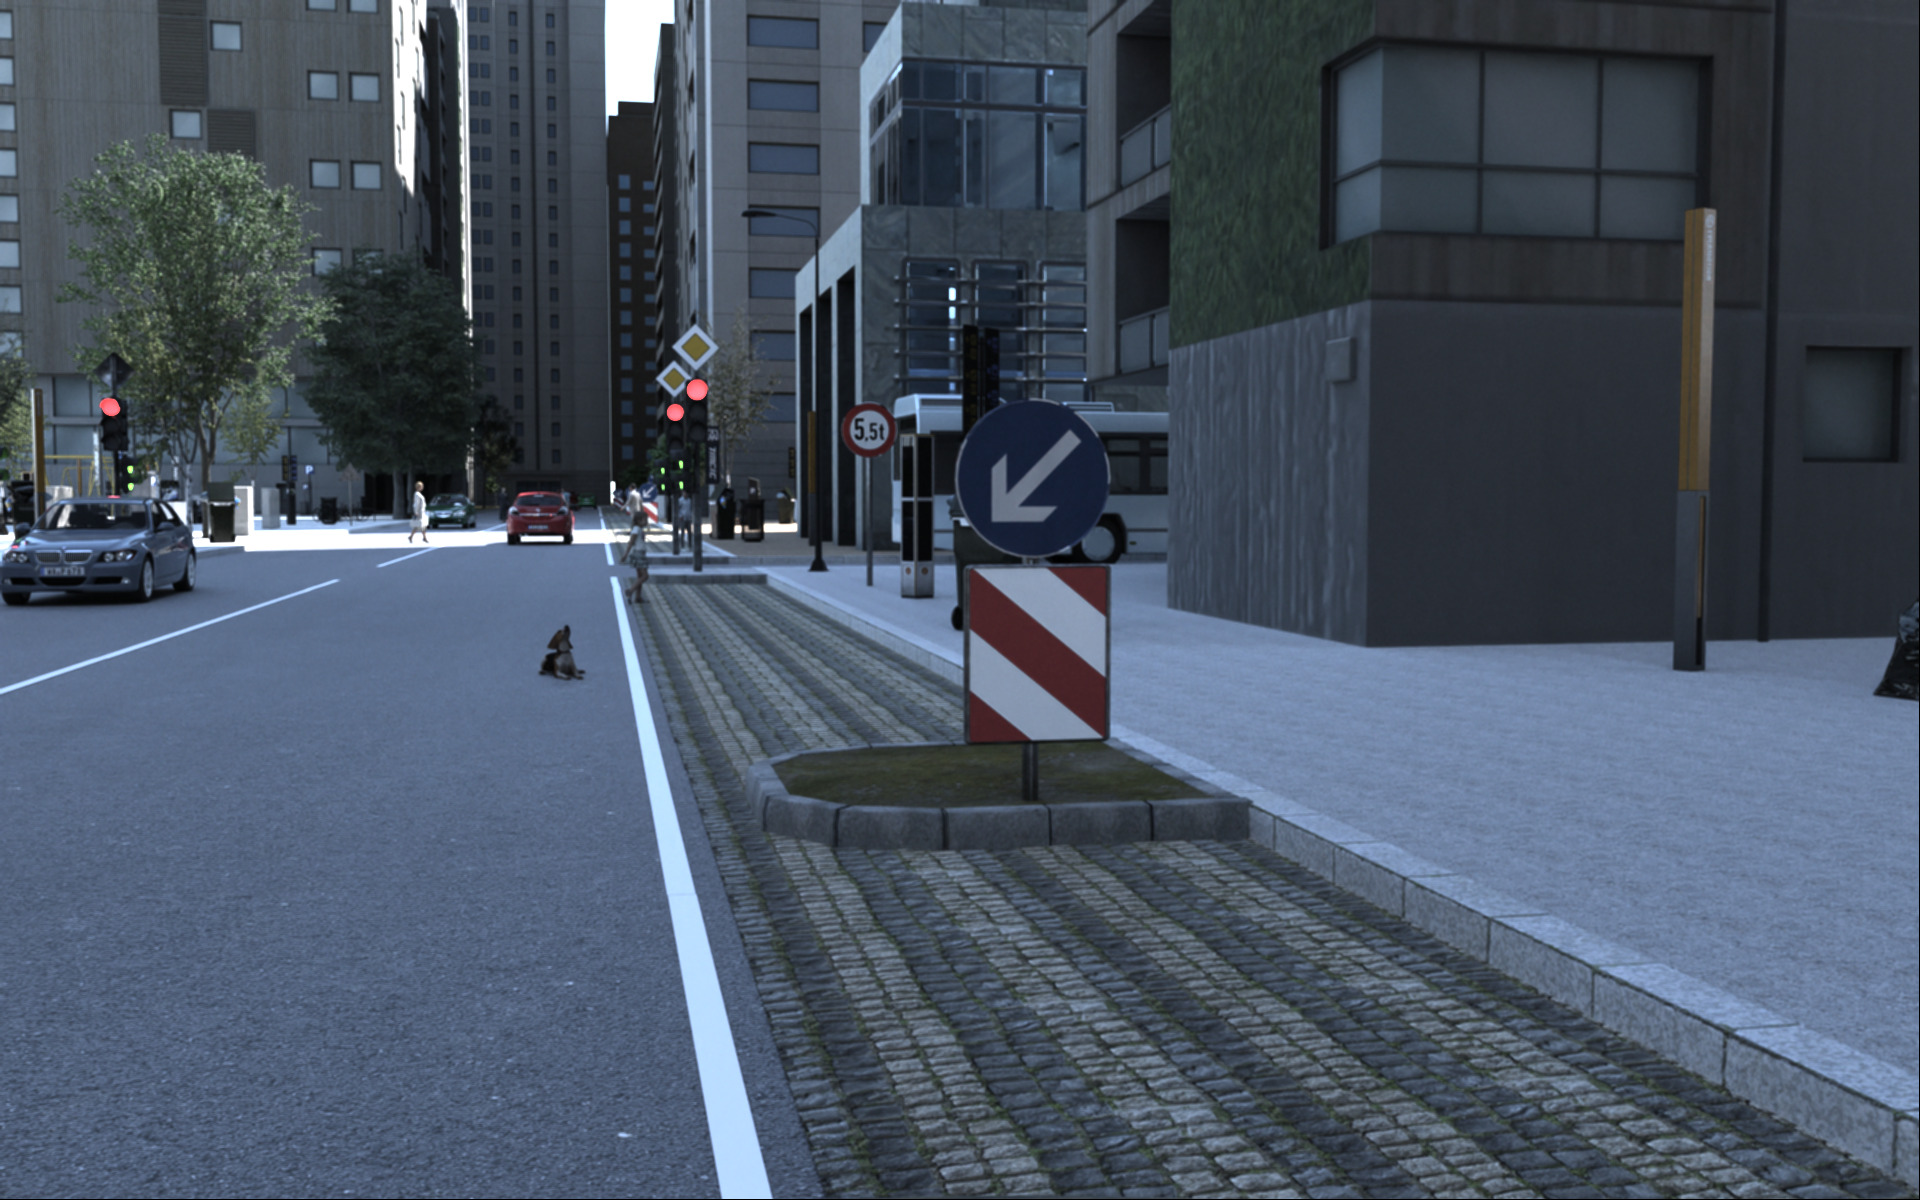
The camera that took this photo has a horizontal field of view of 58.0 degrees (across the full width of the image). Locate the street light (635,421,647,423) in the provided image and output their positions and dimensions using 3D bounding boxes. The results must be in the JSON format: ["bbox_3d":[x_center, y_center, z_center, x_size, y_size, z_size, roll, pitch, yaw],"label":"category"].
[{"bbox_3d":[-19.925,-8.405,109.964,1.470,5.913,1.316,-1,4,-12],"label":"street light"}]

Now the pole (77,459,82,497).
[{"bbox_3d":[-50.977,-6.510,100.288,0.158,3.312,0.155,0,3,0],"label":"pole"}]

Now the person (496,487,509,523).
[{"bbox_3d":[-22.729,-4.721,86.116,0.576,1.772,0.534,-3,4,-38],"label":"person"}]

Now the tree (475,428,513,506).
[{"bbox_3d":[-47.705,-13.907,177.737,4.737,8.622,4.395,0,3,0],"label":"tree"}]

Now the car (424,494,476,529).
[{"bbox_3d":[-21.364,-3.715,72.539,2.131,1.459,4.920,-1,4,-10],"label":"car"}]

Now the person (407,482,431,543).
[{"bbox_3d":[-15.773,-2.543,50.432,0.624,1.780,0.694,0,4,-1],"label":"person"}]

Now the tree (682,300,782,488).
[{"bbox_3d":[-8.919,-7.103,66.494,4.360,8.622,3.978,0,3,0],"label":"tree"}]

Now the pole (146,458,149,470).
[{"bbox_3d":[-43.905,-6.109,93.725,0.158,3.312,0.155,0,3,0],"label":"pole"}]

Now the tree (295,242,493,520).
[{"bbox_3d":[-28.189,-10.991,86.350,9.857,13.997,8.962,0,3,0],"label":"tree"}]

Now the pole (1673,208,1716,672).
[{"bbox_3d":[5.306,-1.141,12.506,0.158,3.312,0.155,0,3,0],"label":"pole"}]

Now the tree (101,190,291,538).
[{"bbox_3d":[-18.955,-5.628,42.380,4.737,8.622,4.395,0,3,0],"label":"tree"}]

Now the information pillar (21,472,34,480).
[{"bbox_3d":[-31.097,-3.262,57.825,0.304,2.012,0.304,-1,4,-14],"label":"information pillar"}]

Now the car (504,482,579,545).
[{"bbox_3d":[-12.211,-2.536,50.512,2.155,1.783,4.494,-1,4,-11],"label":"car"}]

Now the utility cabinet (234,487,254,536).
[{"bbox_3d":[-21.759,-2.633,51.735,1.173,1.500,0.318,0,4,4],"label":"utility cabinet"}]

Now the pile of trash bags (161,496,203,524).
[{"bbox_3d":[-33.574,-3.928,73.981,1.912,1.369,3.447,1,4,12],"label":"pile of trash bags"}]

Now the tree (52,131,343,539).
[{"bbox_3d":[-21.688,-7.579,49.670,9.928,11.665,9.643,0,3,0],"label":"tree"}]

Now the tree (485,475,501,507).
[{"bbox_3d":[-46.500,-10.855,172.085,1.663,3.219,1.824,0,3,0],"label":"tree"}]

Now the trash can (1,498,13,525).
[{"bbox_3d":[-39.444,-3.689,71.967,0.748,1.137,0.748,0,3,0],"label":"trash can"}]

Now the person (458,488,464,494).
[{"bbox_3d":[-30.749,-5.998,106.905,0.599,1.781,0.374,-1,4,-13],"label":"person"}]

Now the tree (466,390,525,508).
[{"bbox_3d":[-42.345,-13.484,154.869,8.767,10.594,7.601,3,5,44],"label":"tree"}]

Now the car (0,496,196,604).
[{"bbox_3d":[-11.925,-0.745,24.189,2.014,1.417,4.499,-1,4,-13],"label":"car"}]

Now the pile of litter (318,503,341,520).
[{"bbox_3d":[-31.535,-4.454,86.787,1.176,0.858,1.719,1,4,12],"label":"pile of litter"}]

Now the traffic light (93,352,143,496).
[{"bbox_3d":[-16.639,-2.769,34.196,0.839,4.253,0.868,-1,4,-12],"label":"traffic light"}]

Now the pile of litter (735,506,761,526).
[{"bbox_3d":[-8.921,-3.462,70.562,1.719,0.858,1.176,-1,4,-13],"label":"pile of litter"}]

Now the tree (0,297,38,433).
[{"bbox_3d":[-36.354,-6.977,64.429,4.360,8.622,3.978,0,3,0],"label":"tree"}]

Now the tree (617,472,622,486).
[{"bbox_3d":[-31.315,-11.251,167.668,4.285,4.588,4.351,0,3,0],"label":"tree"}]

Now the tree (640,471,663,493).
[{"bbox_3d":[-24.876,-8.825,138.897,1.663,3.219,1.824,0,3,0],"label":"tree"}]

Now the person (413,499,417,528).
[{"bbox_3d":[-22.660,-3.603,72.099,0.352,1.250,0.332,3,5,42],"label":"person"}]

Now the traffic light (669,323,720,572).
[{"bbox_3d":[-4.371,-2.428,28.620,0.839,4.253,0.868,-1,4,-12],"label":"traffic light"}]

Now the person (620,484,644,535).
[{"bbox_3d":[-11.124,-3.080,59.132,0.850,1.792,0.678,2,4,29],"label":"person"}]

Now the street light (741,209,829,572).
[{"bbox_3d":[-2.883,-3.424,28.528,1.470,5.913,1.316,-1,4,-12],"label":"street light"}]

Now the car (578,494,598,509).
[{"bbox_3d":[-35.070,-9.428,162.939,1.959,1.807,4.718,-1,4,-11],"label":"car"}]

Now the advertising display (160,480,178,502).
[{"bbox_3d":[-37.077,-4.648,81.201,0.123,1.923,0.974,2,4,24],"label":"advertising display"}]

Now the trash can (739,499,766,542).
[{"bbox_3d":[-5.555,-2.125,46.396,0.748,1.137,0.748,0,3,0],"label":"trash can"}]

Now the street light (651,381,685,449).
[{"bbox_3d":[-11.869,-6.030,71.139,1.470,5.913,1.316,-1,4,-12],"label":"street light"}]

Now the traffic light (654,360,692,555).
[{"bbox_3d":[-6.012,-2.906,36.436,0.839,4.253,0.868,-1,4,-12],"label":"traffic light"}]

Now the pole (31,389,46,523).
[{"bbox_3d":[-17.917,-2.438,33.703,0.158,3.312,0.155,0,3,0],"label":"pole"}]

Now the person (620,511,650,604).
[{"bbox_3d":[-4.252,-0.561,22.683,0.382,1.210,0.505,0,4,-7],"label":"person"}]

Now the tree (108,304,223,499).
[{"bbox_3d":[-30.544,-7.075,66.031,4.360,8.622,3.978,0,3,0],"label":"tree"}]

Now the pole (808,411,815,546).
[{"bbox_3d":[-3.655,-2.991,42.752,0.158,3.312,0.155,0,3,0],"label":"pole"}]

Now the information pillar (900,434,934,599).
[{"bbox_3d":[-0.525,-1.030,21.336,0.304,2.012,0.304,-3,5,-40],"label":"information pillar"}]

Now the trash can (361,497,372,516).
[{"bbox_3d":[-34.313,-5.413,100.154,0.748,1.137,0.748,0,3,0],"label":"trash can"}]

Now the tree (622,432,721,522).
[{"bbox_3d":[-12.694,-5.855,79.436,4.285,4.588,4.351,0,3,0],"label":"tree"}]

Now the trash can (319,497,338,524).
[{"bbox_3d":[-26.700,-3.770,73.289,0.748,1.137,0.748,0,3,0],"label":"trash can"}]

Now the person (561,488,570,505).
[{"bbox_3d":[-23.825,-5.876,104.599,0.660,1.820,0.620,1,4,17],"label":"person"}]

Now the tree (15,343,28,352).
[{"bbox_3d":[-44.436,-7.923,79.905,4.737,8.622,4.395,0,3,0],"label":"tree"}]

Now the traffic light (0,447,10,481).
[{"bbox_3d":[-14.999,-2.291,26.381,0.839,4.253,0.868,-1,4,-12],"label":"traffic light"}]

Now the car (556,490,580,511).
[{"bbox_3d":[-33.650,-8.518,147.935,2.281,1.827,5.304,-1,4,-11],"label":"car"}]

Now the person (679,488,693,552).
[{"bbox_3d":[-6.799,-1.987,42.806,0.589,1.601,0.330,-3,5,-42],"label":"person"}]

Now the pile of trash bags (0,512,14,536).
[{"bbox_3d":[-30.211,-2.673,53.464,1.912,1.369,3.447,1,4,21],"label":"pile of trash bags"}]

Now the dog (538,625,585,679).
[{"bbox_3d":[-3.101,0.395,13.734,0.550,0.427,0.748,1,4,16],"label":"dog"}]

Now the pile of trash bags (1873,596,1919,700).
[{"bbox_3d":[7.632,-0.090,11.220,3.447,1.369,1.912,-2,4,-34],"label":"pile of trash bags"}]
